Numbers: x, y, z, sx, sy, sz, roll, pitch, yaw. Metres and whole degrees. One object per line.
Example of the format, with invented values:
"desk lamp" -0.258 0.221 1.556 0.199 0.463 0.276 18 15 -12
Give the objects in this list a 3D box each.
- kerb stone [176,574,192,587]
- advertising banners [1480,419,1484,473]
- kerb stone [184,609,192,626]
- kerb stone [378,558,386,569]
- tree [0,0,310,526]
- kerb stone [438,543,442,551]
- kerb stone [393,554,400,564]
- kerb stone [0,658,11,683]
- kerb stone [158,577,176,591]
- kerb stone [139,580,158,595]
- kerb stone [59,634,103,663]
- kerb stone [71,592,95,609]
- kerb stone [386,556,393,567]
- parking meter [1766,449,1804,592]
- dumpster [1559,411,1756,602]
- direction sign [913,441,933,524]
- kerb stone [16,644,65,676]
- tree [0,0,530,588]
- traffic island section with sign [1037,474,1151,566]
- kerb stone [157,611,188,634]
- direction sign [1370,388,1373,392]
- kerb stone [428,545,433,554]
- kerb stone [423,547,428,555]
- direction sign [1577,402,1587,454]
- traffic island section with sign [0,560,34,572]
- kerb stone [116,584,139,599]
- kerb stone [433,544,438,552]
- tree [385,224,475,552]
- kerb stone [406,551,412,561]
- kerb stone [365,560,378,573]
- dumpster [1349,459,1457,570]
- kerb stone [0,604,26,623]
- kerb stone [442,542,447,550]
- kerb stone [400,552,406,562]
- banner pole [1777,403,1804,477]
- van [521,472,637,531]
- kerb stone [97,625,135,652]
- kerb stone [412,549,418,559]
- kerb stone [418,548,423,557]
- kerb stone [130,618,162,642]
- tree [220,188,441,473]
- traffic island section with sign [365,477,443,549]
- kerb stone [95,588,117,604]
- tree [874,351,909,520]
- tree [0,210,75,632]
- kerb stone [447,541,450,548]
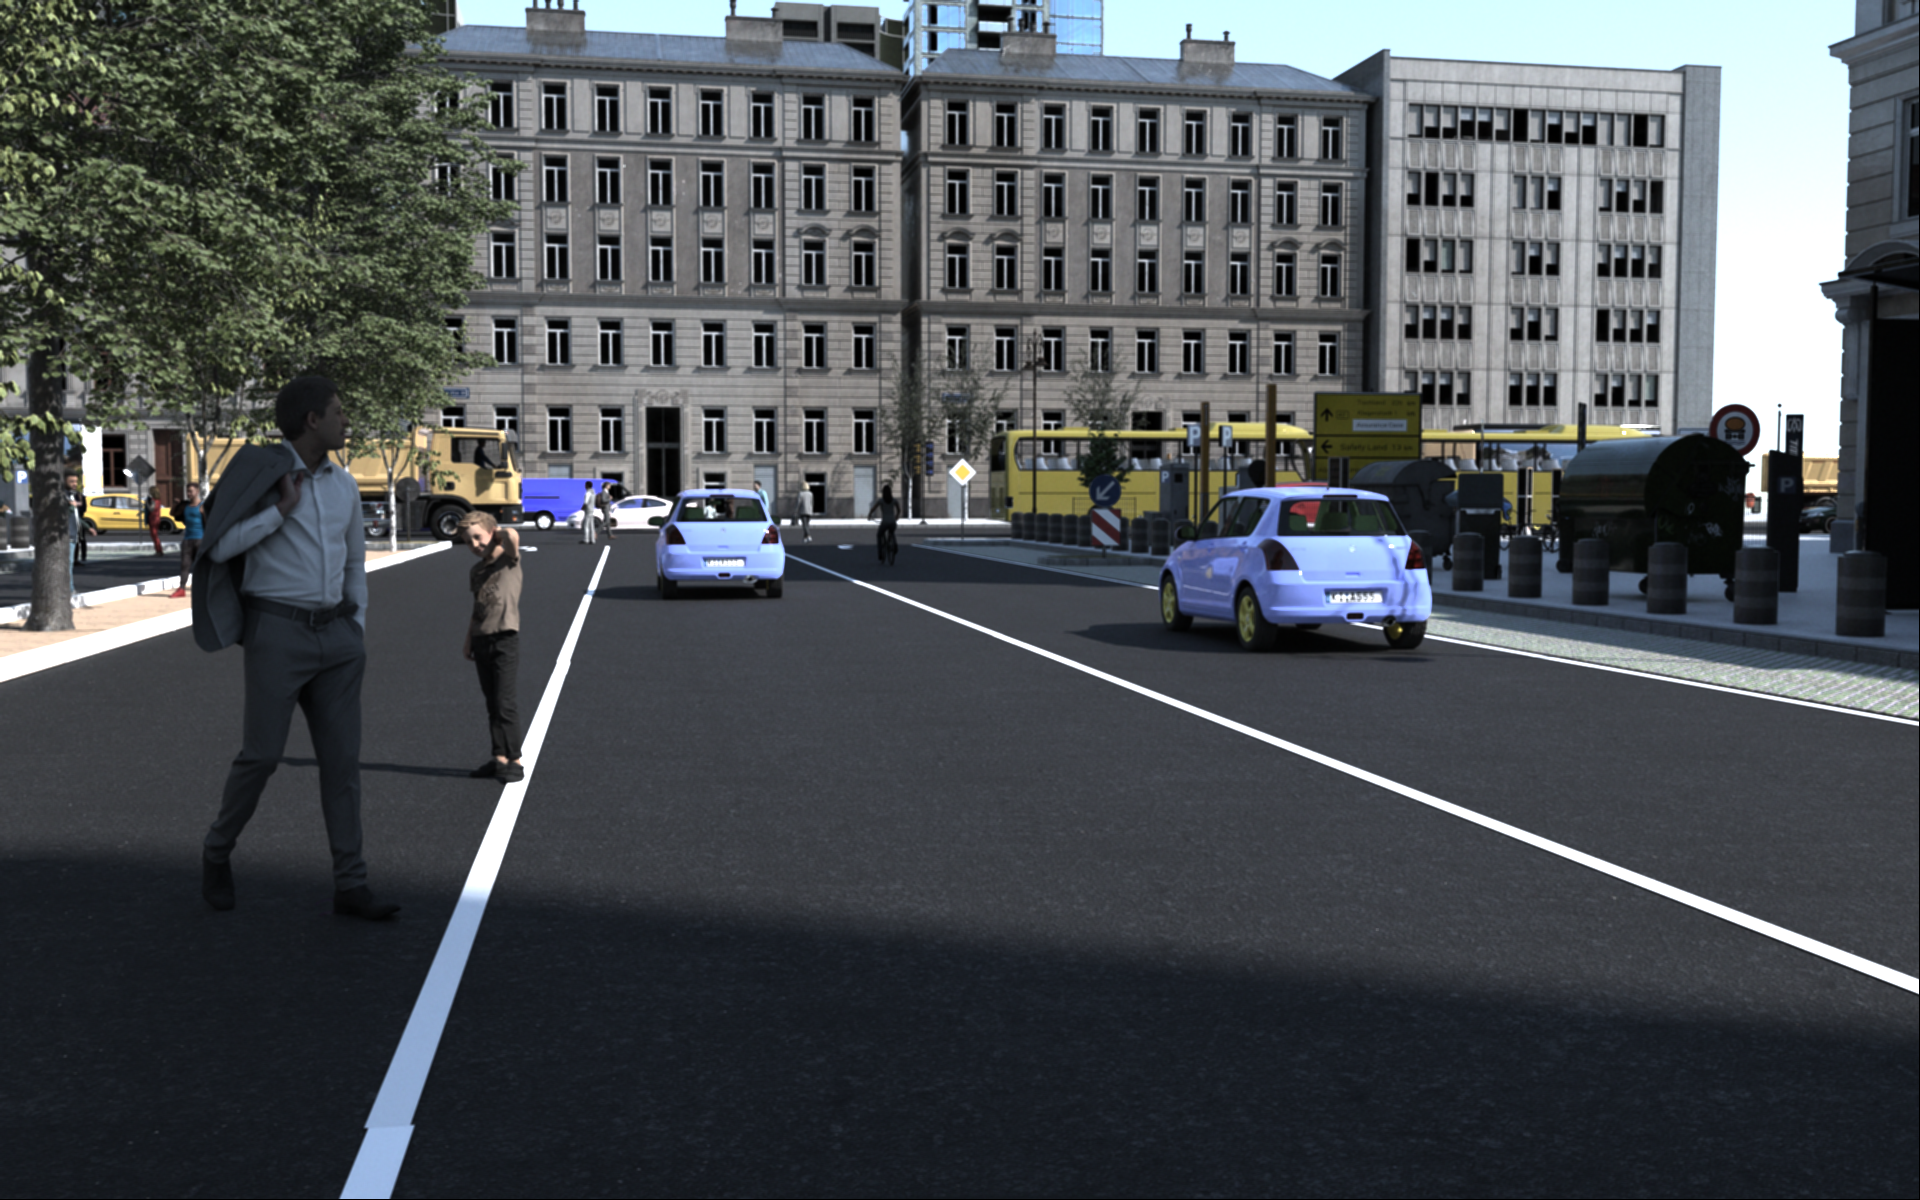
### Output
"kerb stone" -12.107 -0.280 26.845 0.120 0.150 1.000 -1 4 -11
"advertising banners" 12.508 -2.760 41.311 0.090 3.025 2.074 1 4 22
"kerb stone" -8.508 0.187 19.157 0.120 0.150 1.000 -1 4 -11
"kerb stone" -11.223 -0.680 33.308 0.120 0.150 1.000 -1 4 -11
"tree" -10.960 -4.413 24.966 4.737 8.622 4.395 0 3 0
"kerb stone" -13.155 -1.297 43.407 0.120 0.150 1.000 -1 4 -11
"kerb stone" -11.607 -0.803 35.325 0.120 0.150 1.000 -1 4 -11
"kerb stone" -7.340 0.557 13.096 0.120 0.150 1.000 -1 4 -11
"kerb stone" -11.927 -0.223 25.836 0.120 0.150 1.000 -1 4 -11
"kerb stone" -11.728 -0.157 24.826 0.120 0.150 1.000 -1 4 -11
"kerb stone" -7.721 0.433 15.122 0.120 0.150 1.000 -1 4 -11
"kerb stone" -11.142 0.024 21.806 0.120 0.150 1.000 -1 4 -11
"kerb stone" -11.412 -0.736 34.319 0.120 0.150 1.000 -1 4 -11
"parking meter" 10.821 -1.041 22.725 0.399 1.863 0.255 1 4 14
"dumpster" 8.518 -1.145 21.208 1.502 2.255 1.985 -1 4 -11
"direction sign" -1.574 -5.032 74.269 0.876 3.537 0.379 -1 4 -9
"kerb stone" -7.533 0.495 14.105 0.120 0.150 1.000 -1 4 -11
"tree" -11.806 -6.778 31.410 7.486 12.596 7.792 0 3 0
"traffic island section with sign" 2.643 -1.625 35.200 1.989 1.847 2.006 -1 4 -11
"kerb stone" -8.305 0.248 18.144 0.120 0.150 1.000 -1 4 -11
"direction sign" 8.880 -2.783 37.497 0.379 3.537 0.876 1 4 11
"kerb stone" -12.772 -1.171 41.390 0.120 0.150 1.000 -1 4 -11
"kerb stone" -12.580 -1.112 40.380 0.120 0.150 1.000 -1 4 -11
"direction sign" 15.496 -3.133 43.218 0.379 3.537 0.876 2 4 30
"traffic island section with sign" -18.372 -1.439 32.153 1.989 1.847 2.006 -1 4 -11
"kerb stone" -11.536 -0.098 23.819 0.120 0.150 1.000 -1 4 -11
"kerb stone" -12.966 -1.236 42.399 0.120 0.150 1.000 -1 4 -11
"tree" -13.909 -5.471 42.269 4.737 8.622 4.395 0 3 0
"kerb stone" -11.996 -0.926 37.346 0.120 0.150 1.000 -1 4 -11
"kerb stone" -11.033 -0.618 32.300 0.120 0.150 1.000 -1 4 -11
"dumpster" 7.601 -1.463 29.676 1.264 1.857 1.865 -1 4 -11
"kerb stone" -10.760 0.149 19.766 0.120 0.150 1.000 -1 4 -11
"kerb stone" -13.347 -1.355 44.415 0.120 0.150 1.000 -1 4 -11
"kerb stone" -11.794 -0.864 36.334 0.120 0.150 1.000 -1 4 -11
"banner pole" 22.767 -3.527 47.685 0.863 3.779 0.401 1 4 14
"van" -14.861 -3.948 68.941 5.245 2.365 2.240 -1 4 -12
"kerb stone" -7.917 0.371 16.128 0.120 0.150 1.000 -1 4 -11
"kerb stone" -12.188 -0.988 38.358 0.120 0.150 1.000 -1 4 -11
"kerb stone" -12.390 -1.047 39.366 0.120 0.150 1.000 -1 4 -11
"kerb stone" -8.116 0.310 17.134 0.120 0.150 1.000 -1 4 -11
"tree" -13.315 -5.171 37.363 4.360 8.622 3.978 0 3 0
"traffic island section with sign" -14.723 -2.313 45.962 2.006 1.907 1.989 -1 4 -11
"kerb stone" -11.344 -0.031 22.811 0.120 0.150 1.000 -1 4 -11
"tree" -2.422 -8.239 85.077 4.360 8.622 3.978 0 3 0
"tree" -9.707 -5.969 18.170 7.486 12.596 7.792 0 3 0
"kerb stone" -13.545 -1.421 45.423 0.120 0.150 1.000 -1 4 -11
